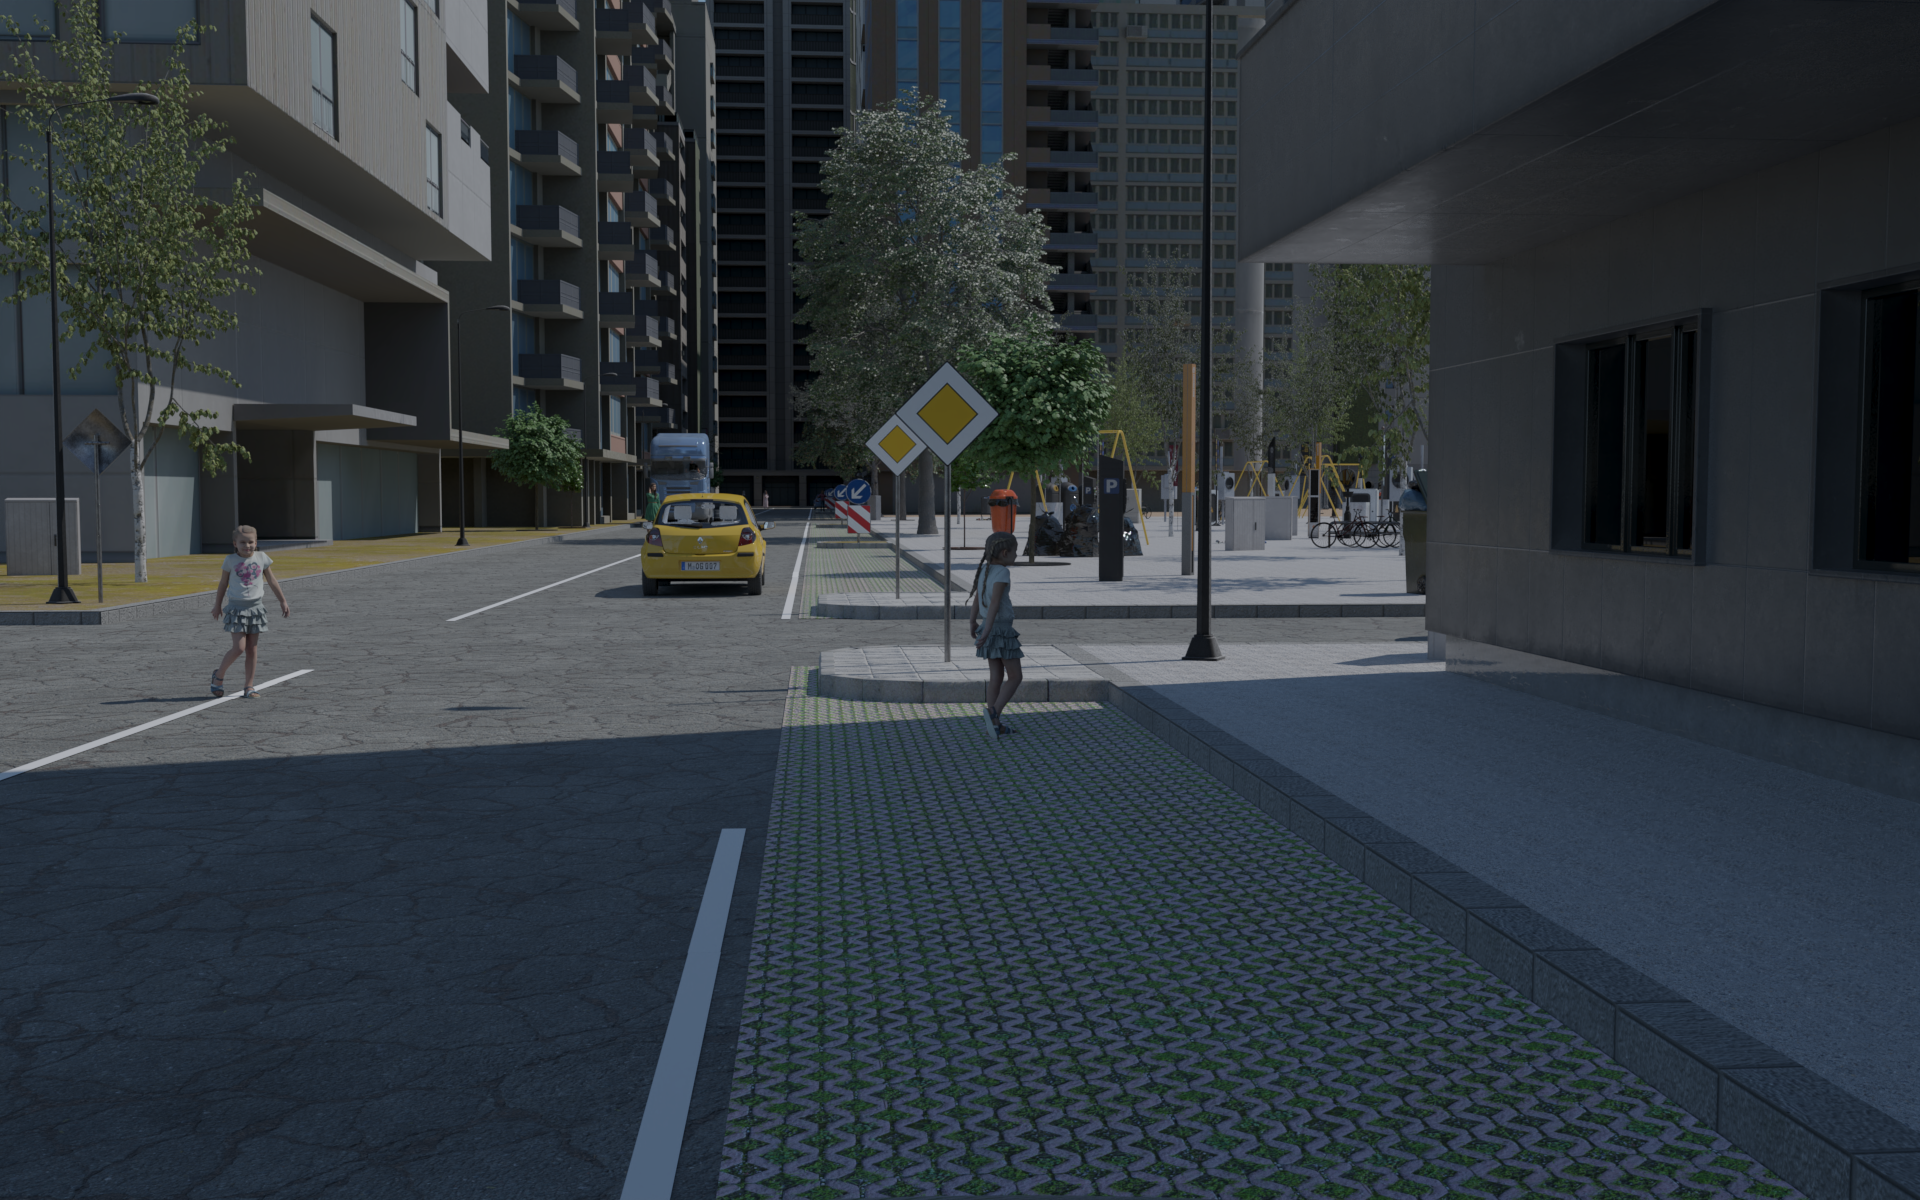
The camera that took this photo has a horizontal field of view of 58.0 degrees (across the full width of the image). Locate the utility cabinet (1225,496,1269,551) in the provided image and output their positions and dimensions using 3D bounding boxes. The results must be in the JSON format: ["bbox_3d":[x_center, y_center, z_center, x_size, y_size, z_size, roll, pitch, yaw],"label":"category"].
[{"bbox_3d":[6.496,-1.728,39.418,1.020,1.237,0.306,-3,4,-36],"label":"utility cabinet"}]

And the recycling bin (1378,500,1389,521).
[{"bbox_3d":[19.179,-4.061,78.954,0.722,1.027,0.722,1,4,16],"label":"recycling bin"}]

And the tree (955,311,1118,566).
[{"bbox_3d":[1.256,-2.907,31.241,4.285,4.588,4.351,0,3,0],"label":"tree"}]

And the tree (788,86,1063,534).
[{"bbox_3d":[-1.017,-9.062,54.822,9.857,13.997,8.962,0,3,0],"label":"tree"}]

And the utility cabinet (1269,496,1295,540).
[{"bbox_3d":[8.736,-2.270,48.277,1.020,1.237,0.306,1,4,15],"label":"utility cabinet"}]

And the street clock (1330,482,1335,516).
[{"bbox_3d":[21.100,-5.695,97.680,0.358,2.002,0.471,-1,4,-20],"label":"street clock"}]

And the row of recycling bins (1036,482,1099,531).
[{"bbox_3d":[4.006,-3.191,59.291,3.534,1.692,1.069,-2,4,-32],"label":"row of recycling bins"}]

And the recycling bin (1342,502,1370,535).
[{"bbox_3d":[12.153,-2.485,53.176,0.722,1.027,0.722,1,4,22],"label":"recycling bin"}]

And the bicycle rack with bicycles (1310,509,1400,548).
[{"bbox_3d":[9.950,-1.731,41.676,2.925,0.926,2.852,1,4,13],"label":"bicycle rack with bicycles"}]

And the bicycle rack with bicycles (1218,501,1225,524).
[{"bbox_3d":[11.567,-3.801,75.526,2.852,0.926,2.925,-2,4,-30],"label":"bicycle rack with bicycles"}]

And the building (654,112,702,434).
[{"bbox_3d":[-27.086,-21.962,130.782,14.160,30.474,14.107,0,4,-5],"label":"building"}]

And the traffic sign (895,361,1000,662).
[{"bbox_3d":[-0.098,-0.582,13.160,0.795,2.450,0.064,0,4,-5],"label":"traffic sign"}]

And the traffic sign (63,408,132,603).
[{"bbox_3d":[-10.128,-1.022,20.357,0.795,2.450,0.064,0,4,-5],"label":"traffic sign"}]

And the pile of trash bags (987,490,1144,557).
[{"bbox_3d":[2.017,-1.584,35.651,3.447,1.369,1.912,-3,4,-37],"label":"pile of trash bags"}]

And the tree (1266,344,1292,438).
[{"bbox_3d":[15.766,-7.785,77.640,4.737,8.622,4.395,0,3,0],"label":"tree"}]

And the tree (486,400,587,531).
[{"bbox_3d":[-14.794,-4.700,60.554,4.285,4.588,4.351,0,3,0],"label":"tree"}]

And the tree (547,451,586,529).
[{"bbox_3d":[-14.477,-4.289,64.733,1.663,3.219,1.824,0,3,0],"label":"tree"}]

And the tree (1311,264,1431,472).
[{"bbox_3d":[7.333,-4.626,26.002,4.737,8.622,4.395,0,3,0],"label":"tree"}]

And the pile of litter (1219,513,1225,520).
[{"bbox_3d":[13.663,-4.419,86.217,1.719,0.858,1.176,0,4,6],"label":"pile of litter"}]

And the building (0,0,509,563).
[{"bbox_3d":[-27.288,-27.689,41.949,28.713,52.752,27.495,0,4,-5],"label":"building"}]

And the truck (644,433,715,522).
[{"bbox_3d":[-12.857,-5.681,82.639,2.967,4.110,18.799,0,4,-5],"label":"truck"}]

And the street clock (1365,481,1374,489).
[{"bbox_3d":[22.859,-5.634,96.687,0.358,2.002,0.471,-3,4,-37],"label":"street clock"}]

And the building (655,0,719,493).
[{"bbox_3d":[-33.484,-32.728,158.803,21.600,48.544,21.300,0,4,-5],"label":"building"}]

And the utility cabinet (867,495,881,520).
[{"bbox_3d":[-4.196,-4.499,84.718,0.306,1.237,1.020,-2,4,-27],"label":"utility cabinet"}]

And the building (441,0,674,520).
[{"bbox_3d":[-29.633,-27.767,108.611,22.147,44.769,28.867,0,4,-5],"label":"building"}]

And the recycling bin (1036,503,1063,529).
[{"bbox_3d":[2.583,-2.367,51.251,0.722,1.027,0.722,2,4,28],"label":"recycling bin"}]

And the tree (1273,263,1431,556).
[{"bbox_3d":[8.983,-5.226,35.809,4.360,8.622,3.978,0,3,0],"label":"tree"}]

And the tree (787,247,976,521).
[{"bbox_3d":[-2.725,-10.589,83.503,12.009,13.543,11.850,0,3,0],"label":"tree"}]

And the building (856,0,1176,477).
[{"bbox_3d":[4.253,-34.834,158.778,28.713,52.752,27.495,0,4,-5],"label":"building"}]

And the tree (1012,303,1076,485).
[{"bbox_3d":[2.966,-7.070,65.963,4.360,8.622,3.978,0,3,0],"label":"tree"}]

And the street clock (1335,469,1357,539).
[{"bbox_3d":[11.150,-2.767,49.809,0.471,2.002,0.358,2,4,28],"label":"street clock"}]

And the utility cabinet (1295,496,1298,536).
[{"bbox_3d":[10.191,-2.611,53.850,0.306,1.237,1.020,-1,4,-8],"label":"utility cabinet"}]

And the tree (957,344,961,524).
[{"bbox_3d":[-0.286,-7.532,73.517,4.737,8.622,4.395,0,3,0],"label":"tree"}]

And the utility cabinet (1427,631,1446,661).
[{"bbox_3d":[4.044,-0.156,13.714,0.306,1.237,1.020,3,5,39],"label":"utility cabinet"}]

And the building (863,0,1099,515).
[{"bbox_3d":[0.905,-28.353,113.676,14.600,45.320,14.200,0,4,-5],"label":"building"}]

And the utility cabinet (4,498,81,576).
[{"bbox_3d":[-14.514,-0.994,27.420,1.020,1.237,0.306,-1,4,-21],"label":"utility cabinet"}]

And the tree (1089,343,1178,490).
[{"bbox_3d":[7.847,-8.201,84.450,4.737,8.622,4.395,0,3,0],"label":"tree"}]

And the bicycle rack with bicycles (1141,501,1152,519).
[{"bbox_3d":[8.632,-4.656,89.509,2.925,0.926,2.852,-2,4,-26],"label":"bicycle rack with bicycles"}]

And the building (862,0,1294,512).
[{"bbox_3d":[8.671,-27.021,133.666,32.217,40.220,23.993,0,4,-5],"label":"building"}]

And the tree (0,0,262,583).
[{"bbox_3d":[-11.837,-4.546,24.683,4.737,8.622,4.395,0,3,0],"label":"tree"}]

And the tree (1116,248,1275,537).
[{"bbox_3d":[6.457,-6.200,51.739,4.360,8.622,3.978,0,3,0],"label":"tree"}]

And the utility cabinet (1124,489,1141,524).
[{"bbox_3d":[7.197,-4.028,74.534,1.173,1.500,0.318,2,4,28],"label":"utility cabinet"}]

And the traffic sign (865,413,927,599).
[{"bbox_3d":[-0.764,-1.069,21.118,0.795,2.450,0.064,0,4,-5],"label":"traffic sign"}]

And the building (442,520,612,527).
[{"bbox_3d":[-25.525,-25.930,78.579,22.147,44.769,28.867,0,4,-5],"label":"building"}]

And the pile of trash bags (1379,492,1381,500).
[{"bbox_3d":[23.564,-4.949,90.663,3.447,1.369,1.912,2,4,24],"label":"pile of trash bags"}]

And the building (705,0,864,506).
[{"bbox_3d":[-16.680,-45.888,188.527,20.611,71.187,20.563,0,4,-5],"label":"building"}]

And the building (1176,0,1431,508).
[{"bbox_3d":[35.160,-38.062,164.318,28.212,58.520,21.231,0,4,-5],"label":"building"}]
